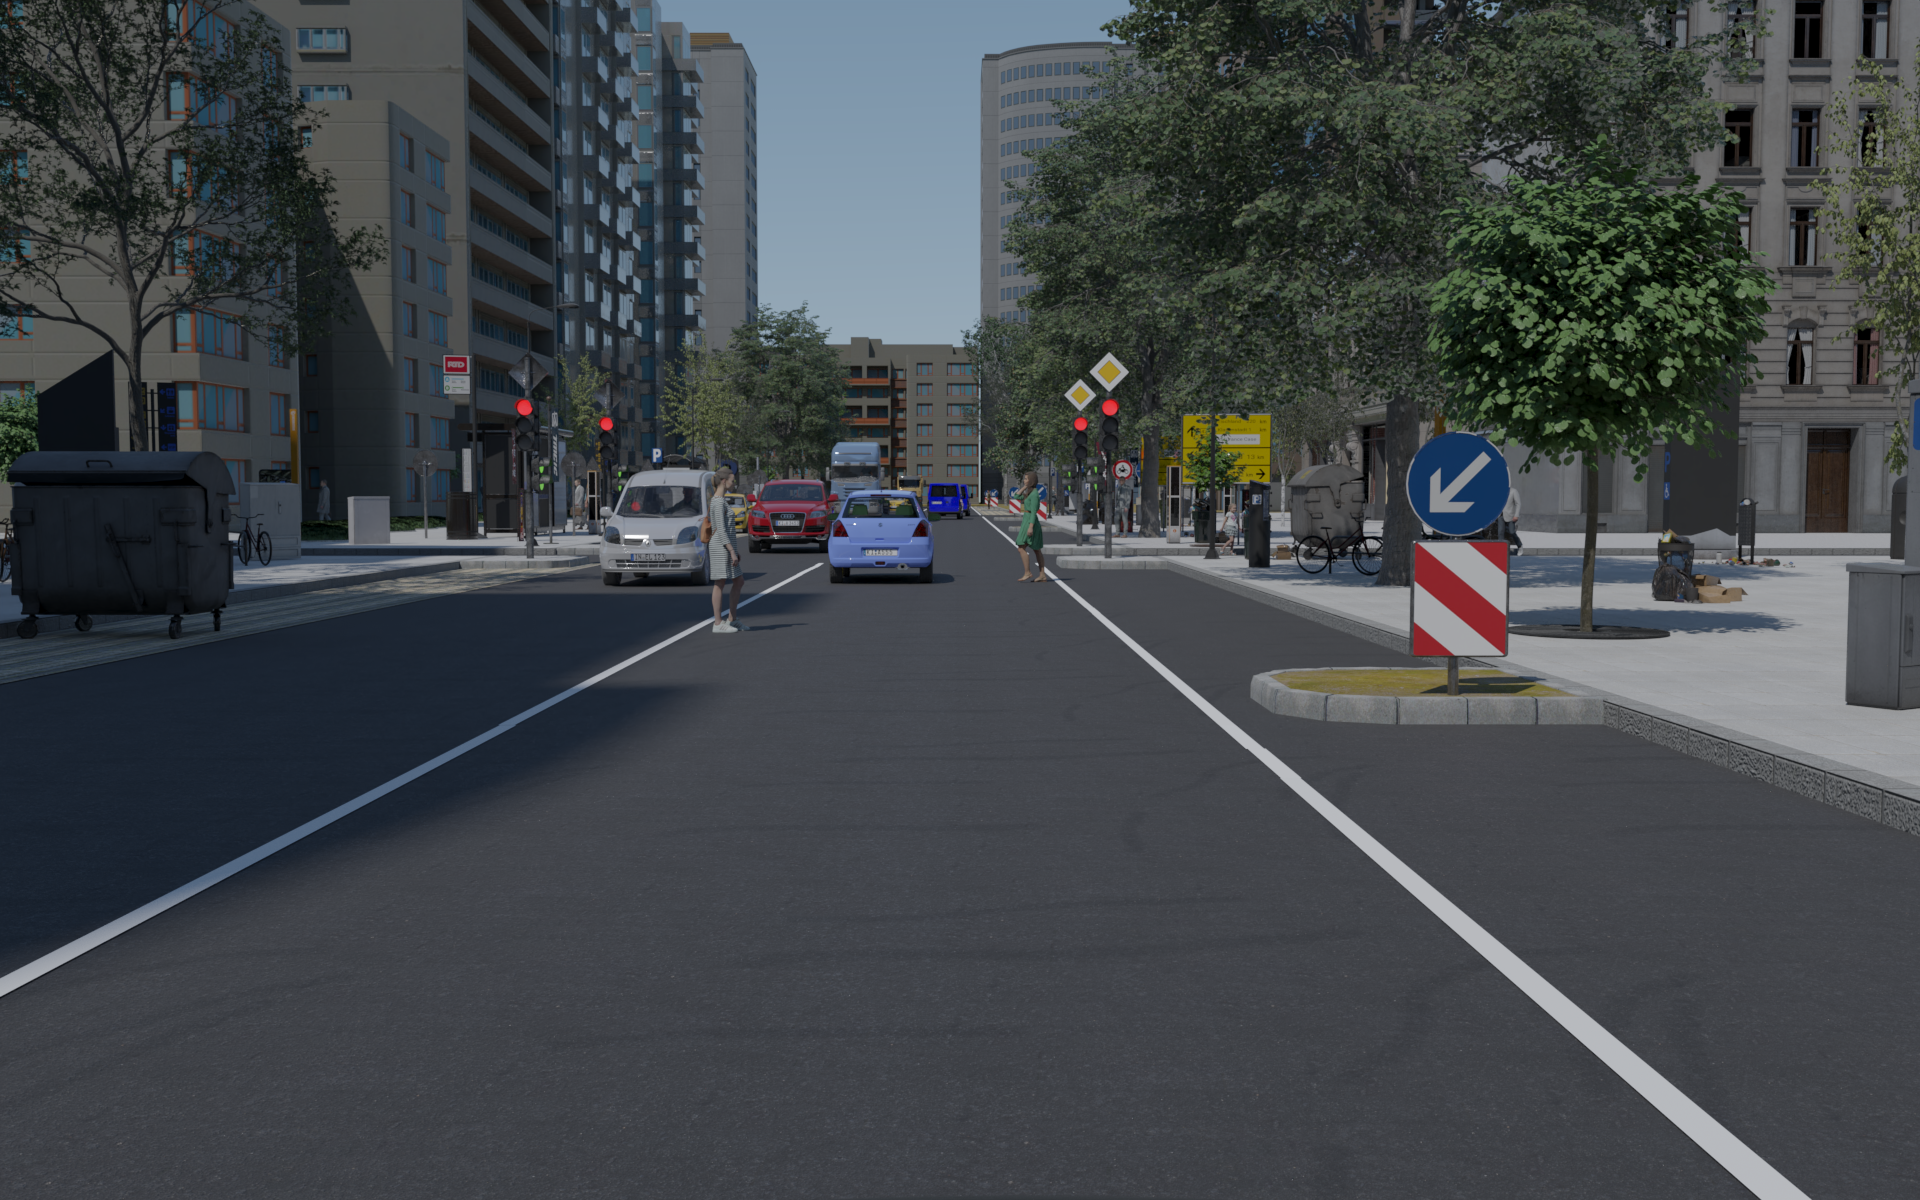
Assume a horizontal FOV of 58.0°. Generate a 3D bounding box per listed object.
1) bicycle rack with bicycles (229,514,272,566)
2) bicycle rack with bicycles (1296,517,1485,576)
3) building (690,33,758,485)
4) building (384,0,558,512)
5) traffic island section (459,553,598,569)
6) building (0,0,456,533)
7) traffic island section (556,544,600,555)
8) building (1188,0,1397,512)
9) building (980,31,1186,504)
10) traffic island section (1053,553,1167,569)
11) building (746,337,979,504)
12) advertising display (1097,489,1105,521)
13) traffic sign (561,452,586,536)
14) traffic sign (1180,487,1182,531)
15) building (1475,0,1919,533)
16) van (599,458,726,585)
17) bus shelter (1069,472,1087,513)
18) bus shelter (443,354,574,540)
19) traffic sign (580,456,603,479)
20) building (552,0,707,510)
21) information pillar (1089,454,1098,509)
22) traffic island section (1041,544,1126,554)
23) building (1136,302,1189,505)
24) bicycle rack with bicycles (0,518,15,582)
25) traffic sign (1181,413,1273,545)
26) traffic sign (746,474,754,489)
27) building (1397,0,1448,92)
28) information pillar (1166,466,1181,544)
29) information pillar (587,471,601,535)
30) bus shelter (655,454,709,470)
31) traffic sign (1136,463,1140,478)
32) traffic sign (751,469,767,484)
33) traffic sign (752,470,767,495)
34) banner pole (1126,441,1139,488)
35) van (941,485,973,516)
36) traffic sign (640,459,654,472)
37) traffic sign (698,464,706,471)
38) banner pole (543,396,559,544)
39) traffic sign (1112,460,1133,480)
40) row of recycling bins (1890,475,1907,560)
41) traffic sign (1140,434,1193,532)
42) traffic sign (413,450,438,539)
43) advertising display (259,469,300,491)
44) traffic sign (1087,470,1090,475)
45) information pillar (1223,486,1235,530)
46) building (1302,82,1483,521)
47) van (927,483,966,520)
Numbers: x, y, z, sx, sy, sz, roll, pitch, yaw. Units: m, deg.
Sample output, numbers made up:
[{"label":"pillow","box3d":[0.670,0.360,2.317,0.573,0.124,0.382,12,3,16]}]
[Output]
[{"label":"bicycle rack with bicycles","box3d":[-13.954,-1.092,31.237,2.852,0.926,2.925,-3,4,-36]},{"label":"bicycle rack with bicycles","box3d":[7.226,-0.874,27.672,2.852,0.926,2.925,-3,5,-43]},{"label":"building","box3d":[-40.663,-41.779,225.079,28.212,58.520,21.231,0,4,0]},{"label":"building","box3d":[-37.259,-29.326,103.186,21.300,48.544,21.600,0,4,0]},{"label":"traffic island section","box3d":[-8.571,-0.745,34.468,2.009,0.180,2.903,0,4,0]},{"label":"building","box3d":[-38.774,-13.809,70.820,27.650,21.520,28.899,0,4,0]},{"label":"traffic island section","box3d":[-8.589,-1.234,42.453,2.009,0.180,2.903,0,4,0]},{"label":"building","box3d":[26.432,-30.121,142.591,14.600,45.320,14.200,0,4,0]},{"label":"building","box3d":[16.858,-41.736,224.384,28.212,58.520,21.231,0,4,0]},{"label":"traffic island section","box3d":[2.971,-0.747,34.489,2.009,0.180,2.903,0,4,0]},{"label":"building","box3d":[-12.113,-23.451,228.458,28.899,21.520,27.650,0,4,0]},{"label":"advertising display","box3d":[6.726,-4.705,82.140,0.123,1.923,0.974,1,4,23]},{"label":"traffic sign","box3d":[-11.724,-3.207,52.541,0.768,2.556,0.104,0,4,2]},{"label":"traffic sign","box3d":[7.729,-3.704,60.665,0.768,2.556,0.104,0,4,2]},{"label":"building","box3d":[28.358,-12.925,60.470,18.267,20.994,9.793,0,4,0]},{"label":"van","box3d":[-4.793,-1.314,28.493,2.013,2.044,4.112,0,4,-1]},{"label":"bus shelter","box3d":[7.639,-7.319,113.590,2.014,3.302,5.546,0,3,0]},{"label":"bus shelter","box3d":[-13.770,-4.582,52.553,2.179,5.291,8.768,0,3,0]},{"label":"traffic sign","box3d":[-12.668,-3.651,59.690,0.884,2.594,0.081,1,4,8]},{"label":"building","box3d":[-40.523,-33.499,167.316,30.456,49.044,23.786,0,4,0]},{"label":"information pillar","box3d":[6.800,-5.917,88.094,0.504,3.616,0.183,0,4,0]},{"label":"traffic island section","box3d":[2.952,-1.235,42.474,2.009,0.180,2.903,0,4,0]},{"label":"building","box3d":[32.222,-19.600,165.503,27.650,21.520,28.899,0,4,0]},{"label":"bicycle rack with bicycles","box3d":[-13.617,-0.751,25.664,2.852,0.926,2.925,0,4,4]},{"label":"traffic sign","box3d":[6.712,-3.046,43.678,2.265,3.308,0.079,0,4,7]},{"label":"traffic sign","box3d":[-12.935,-6.598,107.976,0.768,2.556,0.104,0,4,3]},{"label":"building","box3d":[26.891,-29.254,128.418,14.600,45.320,14.200,0,4,0]},{"label":"information pillar","box3d":[5.517,-2.461,44.733,0.304,2.012,0.304,0,4,-7]},{"label":"information pillar","box3d":[-11.586,-3.082,54.881,0.304,2.012,0.304,1,4,15]},{"label":"bus shelter","box3d":[-14.538,-5.934,90.937,2.014,3.302,5.546,0,4,0]},{"label":"traffic sign","box3d":[7.000,-3.985,65.262,0.768,2.556,0.104,0,4,7]},{"label":"traffic sign","box3d":[-10.496,-5.540,90.585,0.884,2.594,0.081,0,4,2]},{"label":"traffic sign","box3d":[-10.436,-5.500,90.037,0.768,2.556,0.104,0,4,8]},{"label":"banner pole","box3d":[8.042,-5.591,81.427,0.863,3.779,0.401,3,4,37]},{"label":"van","box3d":[-0.297,-6.629,112.773,2.240,2.365,5.245,0,4,2]},{"label":"traffic sign","box3d":[-11.523,-3.910,63.938,0.884,2.594,0.081,0,4,1]},{"label":"traffic sign","box3d":[-11.012,-4.518,73.865,0.884,2.594,0.081,1,4,9]},{"label":"banner pole","box3d":[-10.382,-3.314,44.208,0.401,3.779,0.863,-2,4,-34]},{"label":"traffic sign","box3d":[6.018,-3.917,64.143,0.768,2.556,0.104,0,4,1]},{"label":"row of recycling bins","box3d":[20.061,-1.651,34.112,3.534,1.692,1.069,-1,4,-11]},{"label":"traffic sign","box3d":[7.192,-3.941,58.304,2.265,3.308,0.079,1,4,9]},{"label":"traffic sign","box3d":[-15.416,-3.048,49.944,0.768,2.556,0.104,1,4,9]},{"label":"advertising display","box3d":[-17.642,-2.429,44.923,0.974,1.923,0.123,-1,4,-14]},{"label":"traffic sign","box3d":[6.608,-5.194,85.020,0.768,2.556,0.104,0,4,3]},{"label":"information pillar","box3d":[9.722,-3.551,62.552,0.304,2.012,0.304,2,4,35]},{"label":"building","box3d":[23.847,-15.060,97.149,10.553,20.767,40.483,0,4,0]},{"label":"van","box3d":[-0.808,-5.774,98.784,2.240,2.365,5.245,0,4,2]}]
